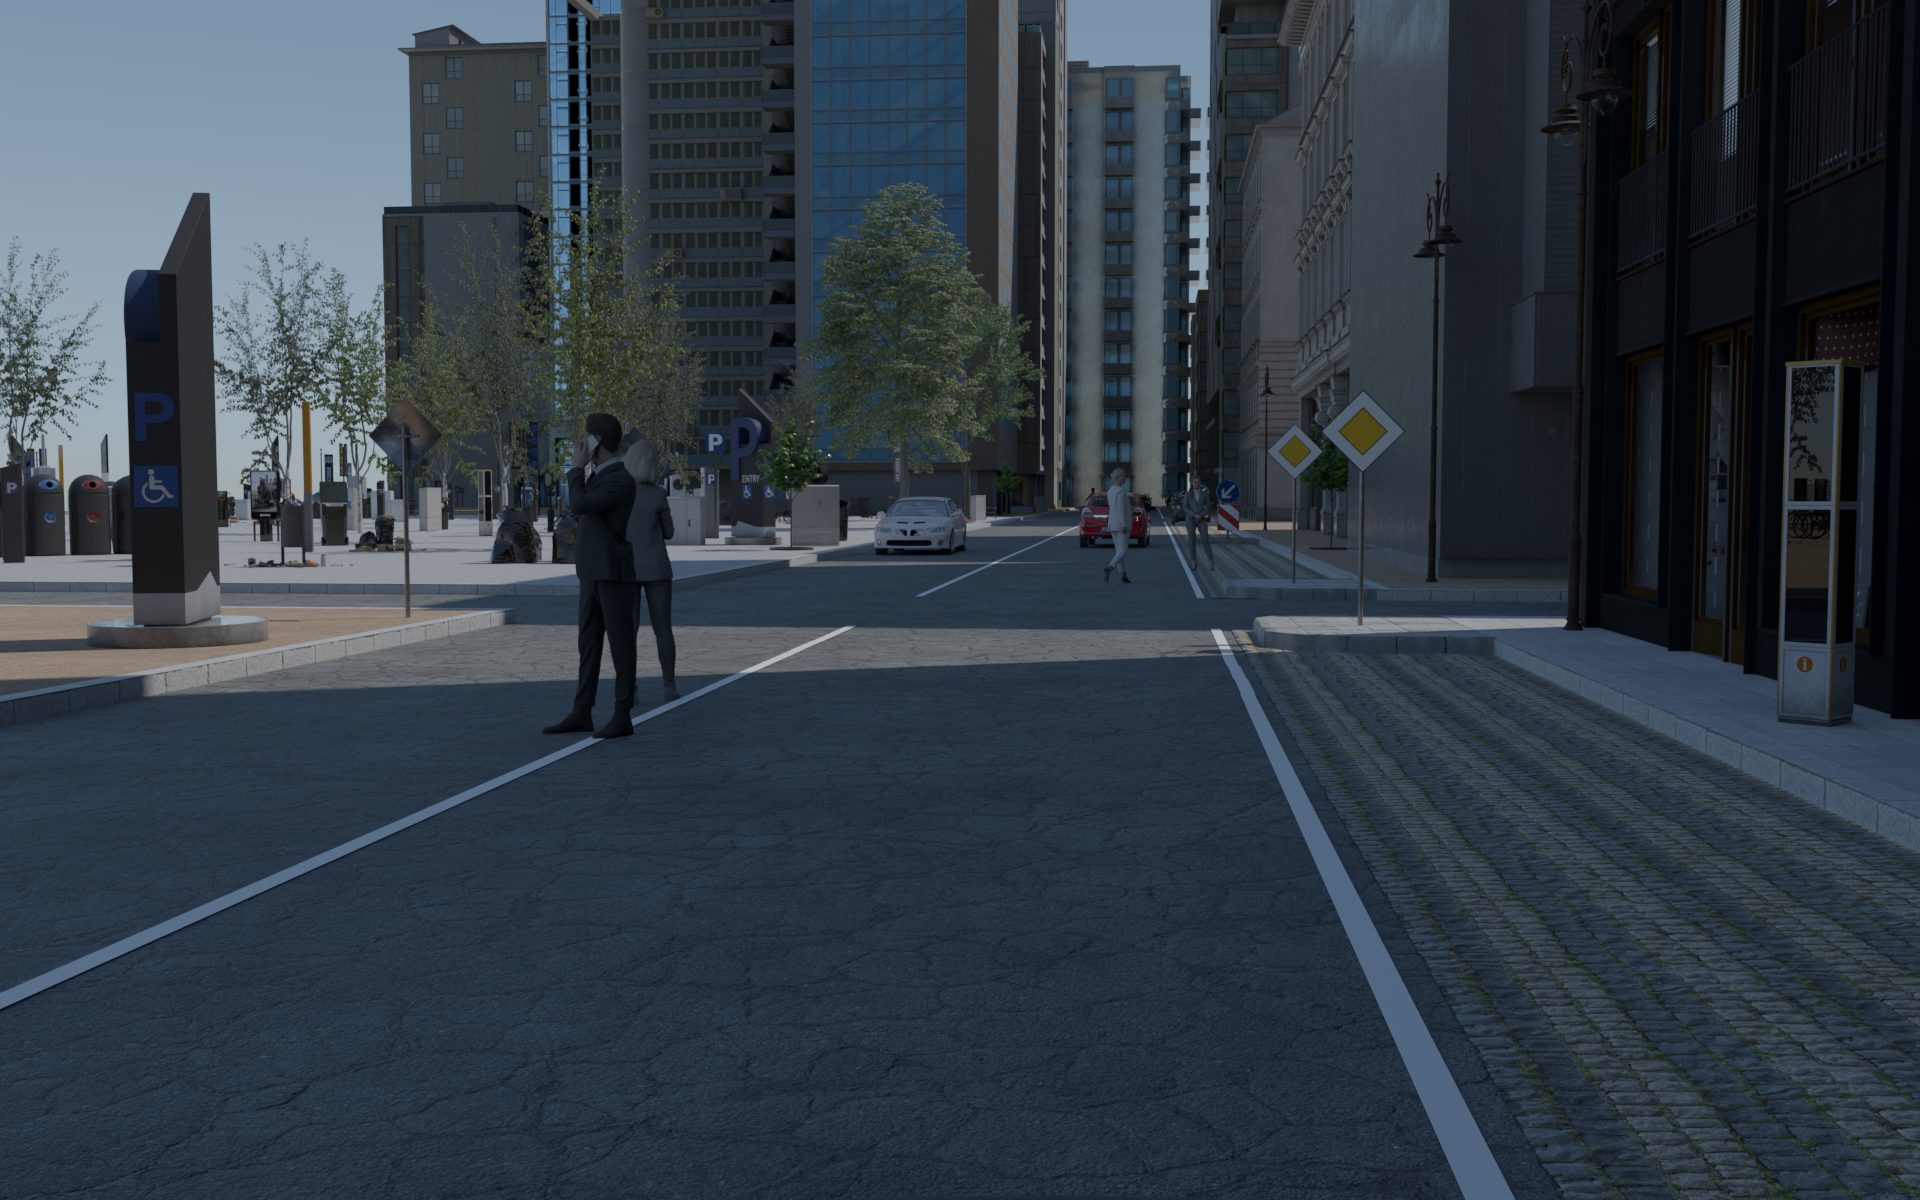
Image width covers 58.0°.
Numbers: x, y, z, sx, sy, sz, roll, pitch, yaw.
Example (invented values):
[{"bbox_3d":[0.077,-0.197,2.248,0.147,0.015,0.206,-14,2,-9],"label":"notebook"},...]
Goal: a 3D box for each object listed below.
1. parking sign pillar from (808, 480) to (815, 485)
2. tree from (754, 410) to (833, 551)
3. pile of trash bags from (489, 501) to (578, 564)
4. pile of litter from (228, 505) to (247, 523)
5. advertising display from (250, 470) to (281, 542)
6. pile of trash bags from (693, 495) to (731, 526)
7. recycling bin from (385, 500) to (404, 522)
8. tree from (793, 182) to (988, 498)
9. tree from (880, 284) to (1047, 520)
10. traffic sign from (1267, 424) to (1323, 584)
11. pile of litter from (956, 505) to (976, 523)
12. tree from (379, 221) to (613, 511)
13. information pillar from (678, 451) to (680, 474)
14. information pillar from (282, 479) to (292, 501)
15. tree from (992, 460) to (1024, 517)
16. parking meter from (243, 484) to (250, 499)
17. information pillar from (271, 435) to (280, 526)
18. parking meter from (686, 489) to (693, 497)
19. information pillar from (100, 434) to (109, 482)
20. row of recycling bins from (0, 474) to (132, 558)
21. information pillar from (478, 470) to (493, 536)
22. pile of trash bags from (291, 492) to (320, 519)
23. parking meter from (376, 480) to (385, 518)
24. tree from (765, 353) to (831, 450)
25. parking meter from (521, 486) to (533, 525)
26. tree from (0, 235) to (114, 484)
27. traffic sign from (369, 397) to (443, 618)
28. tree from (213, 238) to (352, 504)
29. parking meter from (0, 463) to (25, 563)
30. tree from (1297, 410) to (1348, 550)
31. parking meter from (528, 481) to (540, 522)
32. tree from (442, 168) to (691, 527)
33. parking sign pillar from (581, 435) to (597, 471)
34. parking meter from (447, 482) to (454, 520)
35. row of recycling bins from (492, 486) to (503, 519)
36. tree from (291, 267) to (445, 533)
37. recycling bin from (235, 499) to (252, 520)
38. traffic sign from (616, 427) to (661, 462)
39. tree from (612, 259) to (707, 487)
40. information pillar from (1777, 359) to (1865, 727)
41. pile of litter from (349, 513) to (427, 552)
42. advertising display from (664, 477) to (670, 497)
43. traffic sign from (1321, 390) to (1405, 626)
[{"bbox_3d":[-8.386,-6.625,96.798,1.447,3.967,1.447,-1,4,-15],"label":"parking sign pillar"},{"bbox_3d":[-3.945,-2.767,39.845,1.663,3.219,1.824,0,3,0],"label":"tree"},{"bbox_3d":[-7.149,-1.390,32.477,3.447,1.369,1.912,0,4,8],"label":"pile of trash bags"},{"bbox_3d":[-32.522,-3.841,76.767,1.719,0.858,1.176,-1,4,-17],"label":"pile of litter"},{"bbox_3d":[-18.774,-2.545,46.826,0.974,1.923,0.123,2,4,24],"label":"advertising display"},{"bbox_3d":[-10.869,-3.758,71.202,3.447,1.369,1.912,0,4,6],"label":"pile of trash bags"},{"bbox_3d":[-25.920,-4.095,79.504,0.722,1.027,0.722,-3,5,-40],"label":"recycling bin"},{"bbox_3d":[-2.412,-8.906,63.748,7.486,12.596,7.792,0,3,0],"label":"tree"},{"bbox_3d":[0.202,-9.727,84.785,9.928,11.665,9.643,0,3,0],"label":"tree"},{"bbox_3d":[4.780,-1.293,24.781,0.795,2.450,0.064,0,4,6],"label":"traffic sign"},{"bbox_3d":[0.109,-3.827,76.529,1.176,0.858,1.719,0,4,7],"label":"pile of litter"},{"bbox_3d":[-12.371,-5.866,46.267,4.360,8.622,3.978,0,3,0],"label":"tree"},{"bbox_3d":[-15.186,-6.263,93.758,0.183,3.616,0.504,-1,4,-13],"label":"information pillar"},{"bbox_3d":[-32.119,-4.781,82.657,0.304,2.012,0.304,2,4,32],"label":"information pillar"},{"bbox_3d":[2.547,-6.384,98.985,1.663,3.219,1.824,0,3,0],"label":"tree"},{"bbox_3d":[-39.447,-5.517,95.920,0.399,1.863,0.255,1,4,19],"label":"parking meter"},{"bbox_3d":[-27.240,-4.748,68.977,0.183,3.616,0.504,0,4,6],"label":"information pillar"},{"bbox_3d":[-14.314,-5.092,91.657,0.372,1.533,0.369,0,3,0],"label":"parking meter"},{"bbox_3d":[-33.391,-4.668,67.675,0.504,3.616,0.183,3,5,40],"label":"information pillar"},{"bbox_3d":[-18.676,-1.778,36.178,1.069,1.692,3.534,3,5,44],"label":"row of recycling bins"},{"bbox_3d":[-14.409,-2.941,52.573,0.304,2.012,0.304,3,5,40],"label":"information pillar"},{"bbox_3d":[-33.618,-4.841,88.900,1.912,1.369,3.447,1,4,9],"label":"pile of trash bags"},{"bbox_3d":[-24.621,-4.154,73.636,0.255,1.863,0.399,0,4,-3],"label":"parking meter"},{"bbox_3d":[-8.439,-8.546,90.095,4.360,8.622,3.978,0,3,0],"label":"tree"},{"bbox_3d":[-14.019,-2.917,56.112,0.372,1.533,0.369,0,3,0],"label":"parking meter"},{"bbox_3d":[-27.218,-6.120,50.426,4.360,8.622,3.978,0,3,0],"label":"tree"},{"bbox_3d":[-5.730,-0.874,17.924,0.795,2.450,0.064,0,4,6],"label":"traffic sign"},{"bbox_3d":[-19.390,-6.041,49.133,4.360,8.622,3.978,0,3,0],"label":"tree"},{"bbox_3d":[-17.640,-1.620,32.197,0.399,1.863,0.255,-2,4,-32],"label":"parking meter"},{"bbox_3d":[8.617,-2.788,40.190,1.663,3.219,1.824,0,3,0],"label":"tree"},{"bbox_3d":[-19.562,-4.510,79.445,0.399,1.863,0.255,1,4,9],"label":"parking meter"},{"bbox_3d":[-8.536,-5.489,40.102,4.737,8.622,4.395,0,3,0],"label":"tree"},{"bbox_3d":[-16.173,-5.421,77.107,1.447,3.967,1.447,-2,4,-31],"label":"parking sign pillar"},{"bbox_3d":[-25.344,-4.910,85.988,0.399,1.863,0.255,0,4,-5],"label":"parking meter"},{"bbox_3d":[-24.079,-5.013,89.070,1.069,1.692,3.534,-2,4,-24],"label":"row of recycling bins"},{"bbox_3d":[-19.514,-6.459,55.959,4.737,8.622,4.395,0,3,0],"label":"tree"},{"bbox_3d":[-35.013,-4.428,84.949,0.722,1.027,0.722,1,4,17],"label":"recycling bin"},{"bbox_3d":[-4.853,-1.359,25.861,0.795,2.450,0.064,0,4,6],"label":"traffic sign"},{"bbox_3d":[-9.665,-6.340,54.029,4.360,8.622,3.978,0,3,0],"label":"tree"},{"bbox_3d":[4.801,-0.317,9.668,0.304,2.012,0.304,-3,5,-40],"label":"information pillar"},{"bbox_3d":[-12.857,-1.532,39.010,1.719,0.858,1.176,-1,4,-16],"label":"pile of litter"},{"bbox_3d":[-11.389,-3.802,67.375,0.123,1.923,0.974,-1,4,-16],"label":"advertising display"},{"bbox_3d":[3.904,-0.807,16.844,0.795,2.450,0.064,0,4,6],"label":"traffic sign"}]
